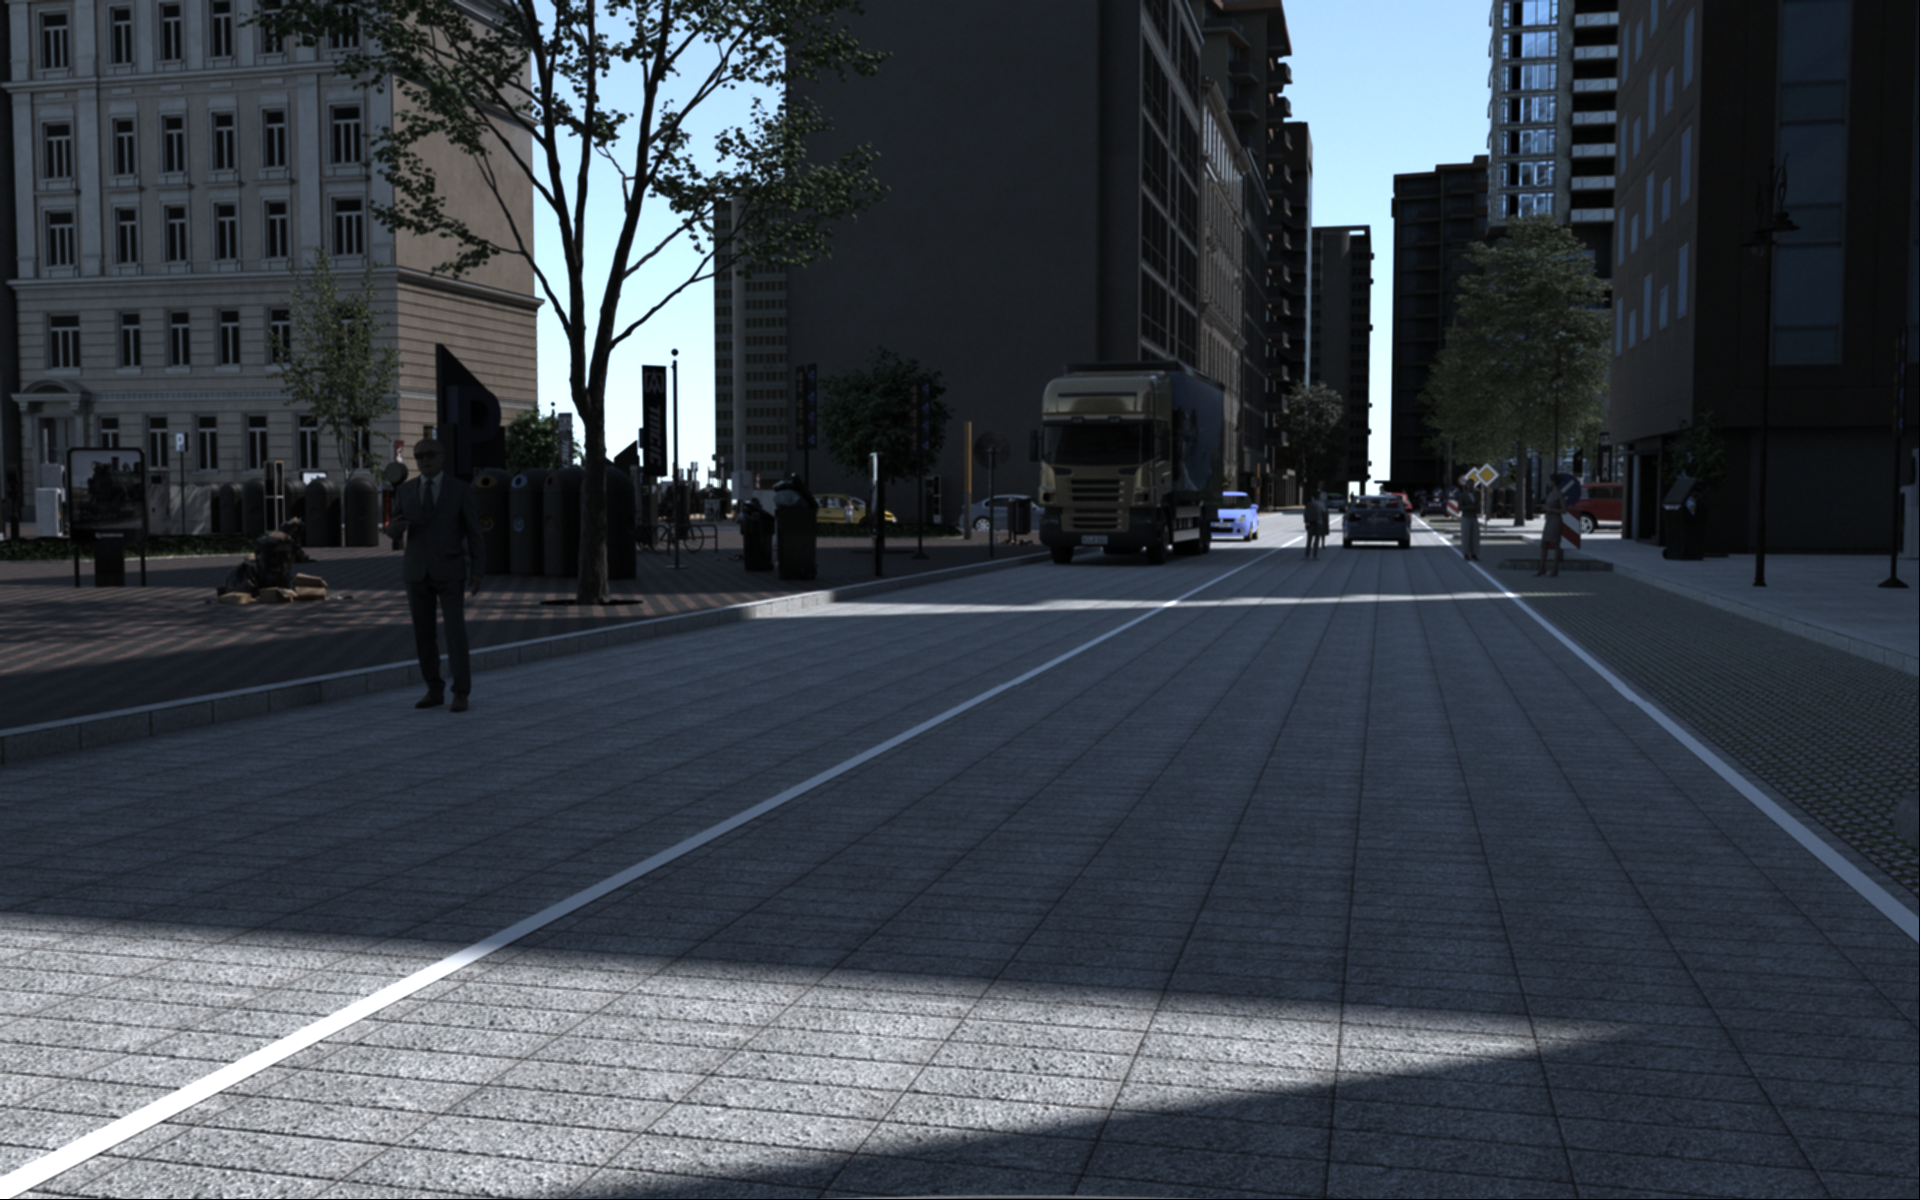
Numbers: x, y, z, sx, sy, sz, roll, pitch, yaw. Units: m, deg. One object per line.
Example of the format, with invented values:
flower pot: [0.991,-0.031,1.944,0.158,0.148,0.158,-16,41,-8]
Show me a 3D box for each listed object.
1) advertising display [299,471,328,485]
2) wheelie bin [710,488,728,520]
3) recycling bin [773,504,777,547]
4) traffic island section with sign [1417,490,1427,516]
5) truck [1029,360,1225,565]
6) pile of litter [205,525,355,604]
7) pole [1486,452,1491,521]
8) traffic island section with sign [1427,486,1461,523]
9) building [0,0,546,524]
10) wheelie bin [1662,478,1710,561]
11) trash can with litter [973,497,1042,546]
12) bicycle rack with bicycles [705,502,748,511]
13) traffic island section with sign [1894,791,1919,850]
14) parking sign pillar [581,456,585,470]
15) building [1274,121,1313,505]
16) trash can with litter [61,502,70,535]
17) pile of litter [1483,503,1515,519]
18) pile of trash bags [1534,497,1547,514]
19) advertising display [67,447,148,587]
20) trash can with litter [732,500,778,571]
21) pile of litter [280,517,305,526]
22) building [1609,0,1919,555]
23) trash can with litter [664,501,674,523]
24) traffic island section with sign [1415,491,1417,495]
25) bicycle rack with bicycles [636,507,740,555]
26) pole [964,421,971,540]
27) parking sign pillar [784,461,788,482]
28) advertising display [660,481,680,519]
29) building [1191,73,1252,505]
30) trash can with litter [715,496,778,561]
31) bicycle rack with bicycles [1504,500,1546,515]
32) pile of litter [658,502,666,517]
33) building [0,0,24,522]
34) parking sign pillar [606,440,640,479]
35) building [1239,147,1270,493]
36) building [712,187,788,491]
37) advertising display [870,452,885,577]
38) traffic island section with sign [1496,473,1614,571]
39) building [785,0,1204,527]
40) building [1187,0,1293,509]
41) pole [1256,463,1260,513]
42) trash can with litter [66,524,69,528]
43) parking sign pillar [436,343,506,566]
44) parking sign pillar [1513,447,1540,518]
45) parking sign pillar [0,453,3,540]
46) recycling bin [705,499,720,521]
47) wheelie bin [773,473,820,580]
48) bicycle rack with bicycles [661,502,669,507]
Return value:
advertising display: [-17.919,-2.620,48.055,0.123,1.923,0.974,1,4,22]
wheelie bin: [-12.117,-4.819,86.690,0.693,1.594,0.980,3,4,38]
recycling bin: [-4.131,-1.819,42.300,0.722,1.027,0.722,1,4,10]
traffic island section with sign: [31.164,-6.410,113.434,1.989,1.847,2.006,1,4,14]
truck: [3.990,-3.050,38.779,2.839,4.237,11.283,1,4,16]
pile of litter: [-8.157,-0.422,20.860,1.719,0.858,1.176,-1,4,-20]
pole: [25.541,-5.499,83.751,0.158,3.312,0.155,0,3,0]
traffic island section with sign: [24.701,-4.809,87.262,1.989,1.847,2.006,1,4,14]
building: [-31.888,-18.099,81.824,20.117,28.700,13.634,1,4,14]
wheelie bin: [14.119,-1.578,33.707,0.693,1.594,0.980,-1,4,-12]
trash can with litter: [1.324,-2.013,43.963,1.678,1.210,2.233,-1,4,-12]
bicycle rack with bicycles: [-10.513,-4.010,78.937,2.852,0.926,2.925,1,4,11]
traffic island section with sign: [4.789,0.125,6.578,1.989,1.847,2.006,1,4,14]
parking sign pillar: [-26.033,-8.042,119.953,1.447,3.967,1.447,-3,4,-36]
building: [34.169,-33.994,205.907,14.200,45.320,14.600,1,4,14]
trash can with litter: [-28.066,-2.619,54.202,0.624,1.170,1.055,2,4,27]
pile of litter: [27.966,-4.648,89.956,1.719,0.858,1.176,2,4,27]
pile of trash bags: [37.019,-6.278,112.397,1.912,1.369,3.447,0,4,-5]
advertising display: [-11.797,-1.148,23.989,0.974,1.923,0.123,-1,4,-13]
trash can with litter: [-3.183,-1.082,29.073,1.055,1.170,0.624,-2,4,-27]
pile of litter: [-12.684,-1.123,32.328,1.176,0.858,1.719,-3,4,-37]
building: [23.894,-23.888,40.678,14.600,45.320,14.200,1,4,14]
trash can with litter: [-12.663,-3.993,76.670,1.055,1.170,0.624,2,4,31]
traffic island section with sign: [43.074,-9.359,161.640,1.989,1.847,2.006,1,4,14]
bicycle rack with bicycles: [-6.739,-1.485,37.655,2.852,0.926,2.925,2,4,28]
pole: [0.219,-3.357,48.738,0.158,3.312,0.155,0,3,0]
parking sign pillar: [-9.314,-6.688,97.824,1.447,3.967,1.447,-3,5,-44]
advertising display: [-14.342,-4.930,85.814,0.974,1.923,0.123,0,4,-2]
building: [9.943,-18.667,102.463,12.463,27.353,25.104,1,4,14]
trash can with litter: [-3.941,-1.380,33.626,1.678,1.210,2.233,-1,4,-17]
bicycle rack with bicycles: [34.030,-5.519,103.612,2.925,0.926,2.852,-1,4,-11]
pile of litter: [-16.943,-5.177,98.604,1.719,0.858,1.176,2,4,34]
building: [-51.514,-16.389,85.984,19.932,24.808,12.078,1,4,14]
parking sign pillar: [-16.575,-5.984,86.315,1.447,3.967,1.447,1,4,20]
building: [14.589,-20.379,126.696,14.314,27.812,24.014,1,4,14]
building: [-15.024,-31.610,208.703,23.993,40.220,32.217,1,4,14]
advertising display: [-1.300,-1.345,27.204,0.123,1.923,0.974,-1,4,-10]
traffic island section with sign: [11.307,-1.492,33.024,1.989,1.847,2.006,1,4,14]
building: [2.712,-17.460,78.981,14.314,27.812,24.014,1,4,14]
building: [17.932,-30.603,154.981,22.147,44.769,28.867,1,4,14]
pole: [19.737,-7.397,114.785,0.158,3.312,0.155,0,3,0]
trash can with litter: [-33.285,-3.357,65.947,2.233,1.210,1.678,-2,4,-24]
parking sign pillar: [-8.889,-2.635,31.554,1.447,3.967,1.447,2,4,29]
parking sign pillar: [29.939,-6.301,91.500,1.447,3.967,1.447,1,4,17]
parking sign pillar: [-20.383,-2.903,35.944,1.447,3.967,1.447,-1,4,-8]
recycling bin: [-12.062,-4.395,84.405,0.722,1.027,0.722,-1,4,-10]
wheelie bin: [-2.477,-1.112,26.093,0.693,1.594,0.980,-1,4,-9]
bicycle rack with bicycles: [-14.345,-4.190,81.895,2.925,0.926,2.852,0,4,-1]
